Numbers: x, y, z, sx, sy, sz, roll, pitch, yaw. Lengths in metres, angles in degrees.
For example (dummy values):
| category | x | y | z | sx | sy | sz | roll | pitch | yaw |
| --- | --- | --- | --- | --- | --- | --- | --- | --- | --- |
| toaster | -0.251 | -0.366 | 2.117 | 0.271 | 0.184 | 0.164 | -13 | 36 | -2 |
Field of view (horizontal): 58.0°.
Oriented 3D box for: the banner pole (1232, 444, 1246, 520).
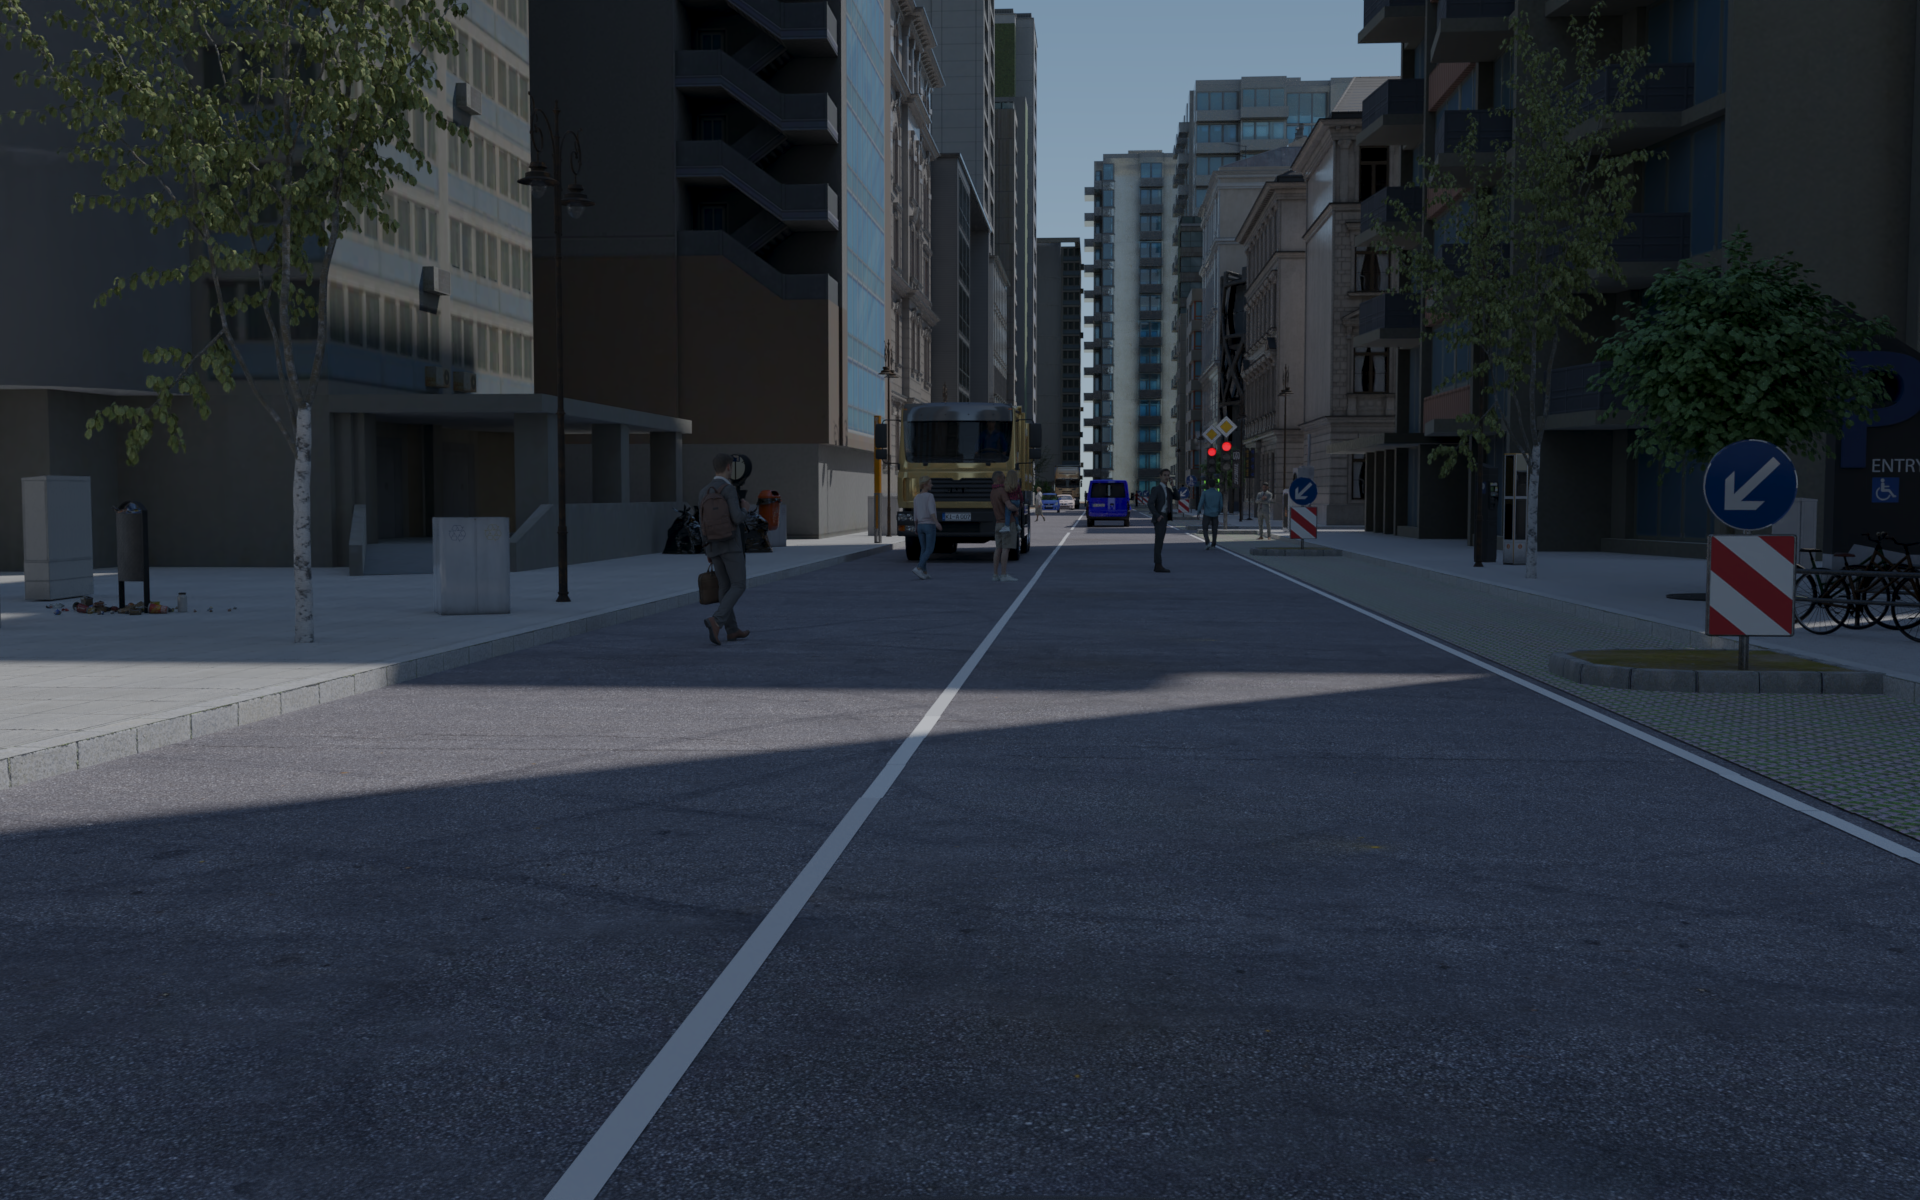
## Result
| category | x | y | z | sx | sy | sz | roll | pitch | yaw |
| --- | --- | --- | --- | --- | --- | --- | --- | --- | --- |
| banner pole | 13.856 | -5.872 | 86.032 | 0.863 | 3.779 | 0.401 | 3 | 5 | 41 |

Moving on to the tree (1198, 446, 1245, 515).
| category | x | y | z | sx | sy | sz | roll | pitch | yaw |
| --- | --- | --- | --- | --- | --- | --- | --- | --- | --- |
| tree | 16.343 | -7.517 | 106.625 | 4.285 | 4.588 | 4.351 | 0 | 3 | 0 |

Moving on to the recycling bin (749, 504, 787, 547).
| category | x | y | z | sx | sy | sz | roll | pitch | yaw |
| --- | --- | --- | --- | --- | --- | --- | --- | --- | --- |
| recycling bin | -4.700 | -1.810 | 42.140 | 0.722 | 1.027 | 0.722 | 2 | 4 | 27 |

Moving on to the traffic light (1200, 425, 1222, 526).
| category | x | y | z | sx | sy | sz | roll | pitch | yaw |
| --- | --- | --- | --- | --- | --- | --- | --- | --- | --- |
| traffic light | 10.165 | -4.971 | 70.189 | 0.839 | 4.253 | 0.868 | 0 | 4 | 5 |

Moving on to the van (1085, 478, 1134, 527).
| category | x | y | z | sx | sy | sz | roll | pitch | yaw |
| --- | --- | --- | --- | --- | --- | --- | --- | --- | --- |
| van | 6.633 | -4.449 | 77.131 | 2.240 | 2.365 | 5.245 | 0 | 4 | 6 |

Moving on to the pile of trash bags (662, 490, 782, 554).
| category | x | y | z | sx | sy | sz | roll | pitch | yaw |
| --- | --- | --- | --- | --- | --- | --- | --- | --- | --- |
| pile of trash bags | -4.953 | -1.738 | 38.171 | 1.912 | 1.369 | 3.447 | 2 | 4 | 25 |

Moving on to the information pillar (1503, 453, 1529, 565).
| category | x | y | z | sx | sy | sz | roll | pitch | yaw |
| --- | --- | --- | --- | --- | --- | --- | --- | --- | --- |
| information pillar | 10.041 | -1.640 | 31.299 | 0.304 | 2.012 | 0.304 | -1 | 4 | -21 |

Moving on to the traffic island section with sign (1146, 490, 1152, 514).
| category | x | y | z | sx | sy | sz | roll | pitch | yaw |
| --- | --- | --- | --- | --- | --- | --- | --- | --- | --- |
| traffic island section with sign | 14.484 | -7.045 | 123.805 | 1.989 | 1.847 | 2.006 | 0 | 4 | 5 |

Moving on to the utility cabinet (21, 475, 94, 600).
| category | x | y | z | sx | sy | sz | roll | pitch | yaw |
| --- | --- | --- | --- | --- | --- | --- | --- | --- | --- |
| utility cabinet | -11.037 | -0.765 | 21.184 | 0.318 | 1.500 | 1.173 | 0 | 4 | -3 |

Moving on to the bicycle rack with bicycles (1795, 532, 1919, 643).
| category | x | y | z | sx | sy | sz | roll | pitch | yaw |
| --- | --- | --- | --- | --- | --- | --- | --- | --- | --- |
| bicycle rack with bicycles | 8.546 | -0.146 | 15.765 | 2.852 | 0.926 | 2.925 | -3 | 4 | -36 |

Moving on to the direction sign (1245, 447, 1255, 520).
| category | x | y | z | sx | sy | sz | roll | pitch | yaw |
| --- | --- | --- | --- | --- | --- | --- | --- | --- | --- |
| direction sign | 14.147 | -5.662 | 84.574 | 0.379 | 3.537 | 0.876 | -1 | 4 | -20 |

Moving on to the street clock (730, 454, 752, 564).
| category | x | y | z | sx | sy | sz | roll | pitch | yaw |
| --- | --- | --- | --- | --- | --- | --- | --- | --- | --- |
| street clock | -4.033 | -1.647 | 31.499 | 0.471 | 2.002 | 0.358 | 2 | 4 | 27 |

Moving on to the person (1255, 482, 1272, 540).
| category | x | y | z | sx | sy | sz | roll | pitch | yaw |
| --- | --- | --- | --- | --- | --- | --- | --- | --- | --- |
| person | 9.481 | -2.777 | 54.089 | 0.511 | 1.800 | 0.466 | 1 | 4 | 18 |

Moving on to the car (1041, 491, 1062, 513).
| category | x | y | z | sx | sy | sz | roll | pitch | yaw |
| --- | --- | --- | --- | --- | --- | --- | --- | --- | --- |
| car | 6.942 | -7.656 | 134.761 | 1.945 | 1.707 | 3.694 | 0 | 4 | 4 |

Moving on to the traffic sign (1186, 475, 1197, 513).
| category | x | y | z | sx | sy | sz | roll | pitch | yaw |
| --- | --- | --- | --- | --- | --- | --- | --- | --- | --- |
| traffic sign | 15.604 | -7.139 | 116.831 | 0.768 | 2.556 | 0.104 | 1 | 4 | 12 |

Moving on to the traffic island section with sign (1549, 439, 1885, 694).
| category | x | y | z | sx | sy | sz | roll | pitch | yaw |
| --- | --- | --- | --- | --- | --- | --- | --- | --- | --- |
| traffic island section with sign | 5.673 | -0.287 | 13.319 | 1.989 | 1.847 | 2.006 | 0 | 4 | 5 |

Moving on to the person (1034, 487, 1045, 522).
| category | x | y | z | sx | sy | sz | roll | pitch | yaw |
| --- | --- | --- | --- | --- | --- | --- | --- | --- | --- |
| person | 4.167 | -4.986 | 90.253 | 0.641 | 1.798 | 0.478 | 3 | 4 | 38 |

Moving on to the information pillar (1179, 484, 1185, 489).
| category | x | y | z | sx | sy | sz | roll | pitch | yaw |
| --- | --- | --- | --- | --- | --- | --- | --- | --- | --- |
| information pillar | 16.247 | -7.486 | 126.883 | 0.304 | 2.012 | 0.304 | -1 | 4 | -18 |

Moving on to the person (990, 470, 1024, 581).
| category | x | y | z | sx | sy | sz | roll | pitch | yaw |
| --- | --- | --- | --- | --- | --- | --- | --- | --- | --- |
| person | 0.752 | -1.225 | 28.510 | 0.580 | 1.828 | 0.573 | 1 | 4 | 16 |

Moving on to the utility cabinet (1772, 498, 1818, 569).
| category | x | y | z | sx | sy | sz | roll | pitch | yaw |
| --- | --- | --- | --- | --- | --- | --- | --- | --- | --- |
| utility cabinet | 14.245 | -1.127 | 29.581 | 0.306 | 1.237 | 1.020 | 0 | 4 | 0 |

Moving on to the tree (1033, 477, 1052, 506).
| category | x | y | z | sx | sy | sz | roll | pitch | yaw |
| --- | --- | --- | --- | --- | --- | --- | --- | --- | --- |
| tree | 8.683 | -11.961 | 190.160 | 1.663 | 3.219 | 1.824 | 0 | 3 | 0 |

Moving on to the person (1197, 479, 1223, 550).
| category | x | y | z | sx | sy | sz | roll | pitch | yaw |
| --- | --- | --- | --- | --- | --- | --- | --- | --- | --- |
| person | 6.459 | -2.210 | 44.651 | 0.660 | 1.820 | 0.620 | -1 | 4 | -8 |

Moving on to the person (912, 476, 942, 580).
| category | x | y | z | sx | sy | sz | roll | pitch | yaw |
| --- | --- | --- | --- | --- | --- | --- | --- | --- | --- |
| person | -0.589 | -1.218 | 29.080 | 0.731 | 1.740 | 0.598 | 3 | 4 | 36 |

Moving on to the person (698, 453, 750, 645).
| category | x | y | z | sx | sy | sz | roll | pitch | yaw |
| --- | --- | --- | --- | --- | --- | --- | --- | --- | --- |
| person | -2.299 | -0.505 | 16.713 | 0.622 | 1.834 | 0.822 | 2 | 4 | 32 |

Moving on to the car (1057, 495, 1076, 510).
| category | x | y | z | sx | sy | sz | roll | pitch | yaw |
| --- | --- | --- | --- | --- | --- | --- | --- | --- | --- |
| car | 9.421 | -8.820 | 156.573 | 2.083 | 1.381 | 4.827 | 0 | 4 | 4 |

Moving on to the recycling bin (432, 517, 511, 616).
| category | x | y | z | sx | sy | sz | roll | pitch | yaw |
| --- | --- | --- | --- | --- | --- | --- | --- | --- | --- |
| recycling bin | -5.278 | -0.376 | 18.702 | 0.722 | 1.027 | 0.722 | -2 | 4 | -23 |

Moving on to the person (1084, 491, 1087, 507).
| category | x | y | z | sx | sy | sz | roll | pitch | yaw |
| --- | --- | --- | --- | --- | --- | --- | --- | --- | --- |
| person | 14.267 | -11.487 | 196.332 | 0.705 | 1.822 | 1.348 | -1 | 4 | -11 |

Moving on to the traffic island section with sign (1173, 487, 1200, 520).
| category | x | y | z | sx | sy | sz | roll | pitch | yaw |
| --- | --- | --- | --- | --- | --- | --- | --- | --- | --- |
| traffic island section with sign | 12.290 | -5.363 | 96.319 | 1.989 | 1.847 | 2.006 | 0 | 4 | 5 |

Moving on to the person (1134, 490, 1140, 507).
| category | x | y | z | sx | sy | sz | roll | pitch | yaw |
| --- | --- | --- | --- | --- | --- | --- | --- | --- | --- |
| person | 19.763 | -11.358 | 194.143 | 0.705 | 1.831 | 1.348 | 3 | 5 | 43 |

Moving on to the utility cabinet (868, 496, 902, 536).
| category | x | y | z | sx | sy | sz | roll | pitch | yaw |
| --- | --- | --- | --- | --- | --- | --- | --- | --- | --- |
| utility cabinet | -2.319 | -2.587 | 53.467 | 1.020 | 1.237 | 0.306 | 1 | 4 | 14 |

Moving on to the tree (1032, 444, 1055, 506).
| category | x | y | z | sx | sy | sz | roll | pitch | yaw |
| --- | --- | --- | --- | --- | --- | --- | --- | --- | --- |
| tree | 7.844 | -14.374 | 185.383 | 4.360 | 8.622 | 3.978 | 0 | 3 | 0 |

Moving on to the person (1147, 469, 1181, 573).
| category | x | y | z | sx | sy | sz | roll | pitch | yaw |
| --- | --- | --- | --- | --- | --- | --- | --- | --- | --- |
| person | 3.767 | -1.470 | 31.893 | 0.474 | 1.900 | 0.648 | 2 | 4 | 30 |

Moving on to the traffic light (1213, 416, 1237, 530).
| category | x | y | z | sx | sy | sz | roll | pitch | yaw |
| --- | --- | --- | --- | --- | --- | --- | --- | --- | --- |
| traffic light | 9.530 | -4.484 | 62.229 | 0.839 | 4.253 | 0.868 | 0 | 4 | 5 |

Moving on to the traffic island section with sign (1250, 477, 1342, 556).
| category | x | y | z | sx | sy | sz | roll | pitch | yaw |
| --- | --- | --- | --- | --- | --- | --- | --- | --- | --- |
| traffic island section with sign | 7.844 | -1.955 | 40.591 | 1.989 | 1.847 | 2.006 | 0 | 4 | 5 |

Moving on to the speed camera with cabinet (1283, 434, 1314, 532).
| category | x | y | z | sx | sy | sz | roll | pitch | yaw |
| --- | --- | --- | --- | --- | --- | --- | --- | --- | --- |
| speed camera with cabinet | 11.301 | -3.887 | 57.893 | 0.660 | 3.252 | 2.038 | 0 | 4 | -2 |

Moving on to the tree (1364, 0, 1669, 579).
| category | x | y | z | sx | sy | sz | roll | pitch | yaw |
| --- | --- | --- | --- | --- | --- | --- | --- | --- | --- |
| tree | 8.617 | -4.647 | 26.344 | 4.737 | 8.622 | 4.395 | 0 | 3 | 0 |

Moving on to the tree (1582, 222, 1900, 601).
| category | x | y | z | sx | sy | sz | roll | pitch | yaw |
| --- | --- | --- | --- | --- | --- | --- | --- | --- | --- |
| tree | 9.387 | -2.289 | 21.147 | 4.285 | 4.588 | 4.351 | 0 | 3 | 0 |

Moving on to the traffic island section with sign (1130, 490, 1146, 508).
| category | x | y | z | sx | sy | sz | roll | pitch | yaw |
| --- | --- | --- | --- | --- | --- | --- | --- | --- | --- |
| traffic island section with sign | 20.503 | -11.654 | 199.162 | 1.989 | 1.847 | 2.006 | 0 | 4 | 5 |
